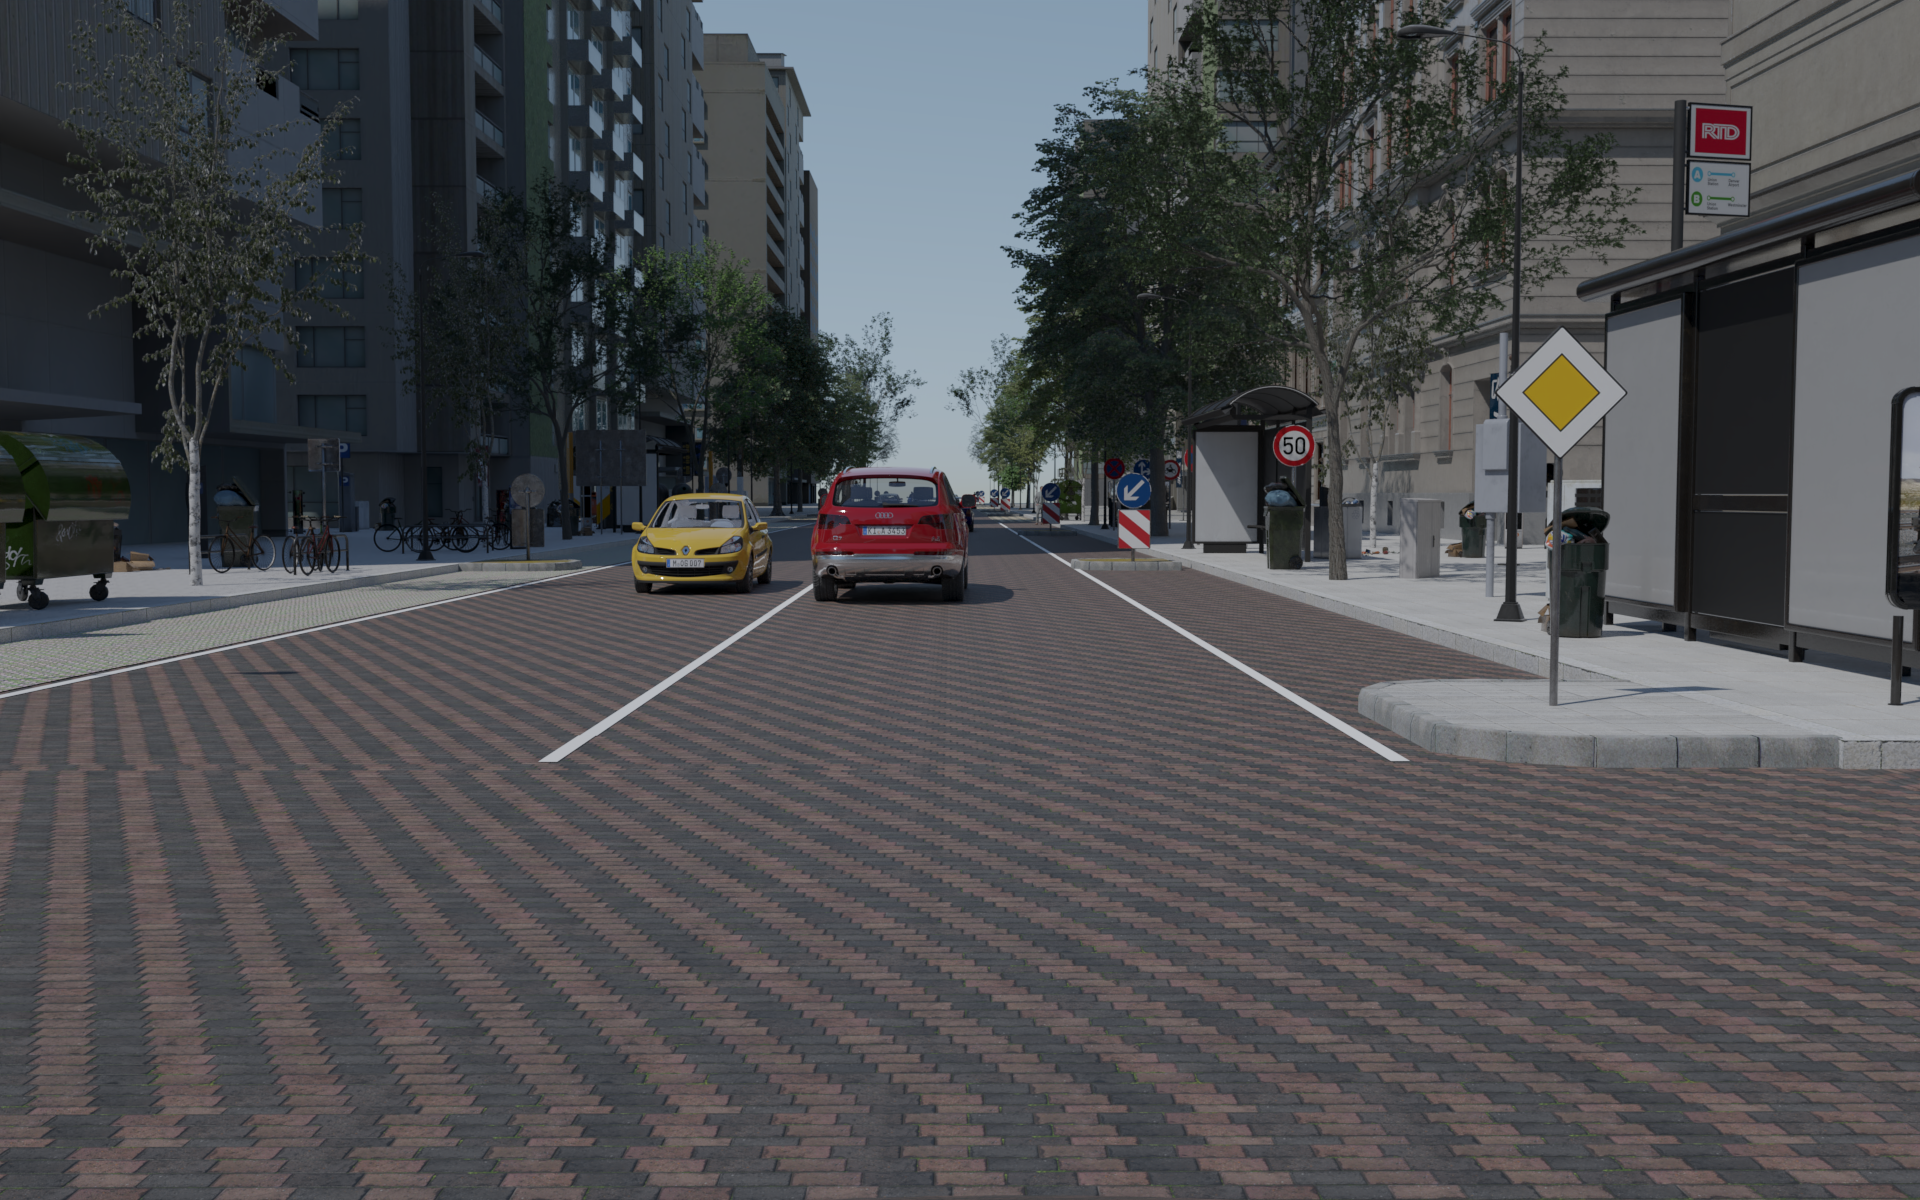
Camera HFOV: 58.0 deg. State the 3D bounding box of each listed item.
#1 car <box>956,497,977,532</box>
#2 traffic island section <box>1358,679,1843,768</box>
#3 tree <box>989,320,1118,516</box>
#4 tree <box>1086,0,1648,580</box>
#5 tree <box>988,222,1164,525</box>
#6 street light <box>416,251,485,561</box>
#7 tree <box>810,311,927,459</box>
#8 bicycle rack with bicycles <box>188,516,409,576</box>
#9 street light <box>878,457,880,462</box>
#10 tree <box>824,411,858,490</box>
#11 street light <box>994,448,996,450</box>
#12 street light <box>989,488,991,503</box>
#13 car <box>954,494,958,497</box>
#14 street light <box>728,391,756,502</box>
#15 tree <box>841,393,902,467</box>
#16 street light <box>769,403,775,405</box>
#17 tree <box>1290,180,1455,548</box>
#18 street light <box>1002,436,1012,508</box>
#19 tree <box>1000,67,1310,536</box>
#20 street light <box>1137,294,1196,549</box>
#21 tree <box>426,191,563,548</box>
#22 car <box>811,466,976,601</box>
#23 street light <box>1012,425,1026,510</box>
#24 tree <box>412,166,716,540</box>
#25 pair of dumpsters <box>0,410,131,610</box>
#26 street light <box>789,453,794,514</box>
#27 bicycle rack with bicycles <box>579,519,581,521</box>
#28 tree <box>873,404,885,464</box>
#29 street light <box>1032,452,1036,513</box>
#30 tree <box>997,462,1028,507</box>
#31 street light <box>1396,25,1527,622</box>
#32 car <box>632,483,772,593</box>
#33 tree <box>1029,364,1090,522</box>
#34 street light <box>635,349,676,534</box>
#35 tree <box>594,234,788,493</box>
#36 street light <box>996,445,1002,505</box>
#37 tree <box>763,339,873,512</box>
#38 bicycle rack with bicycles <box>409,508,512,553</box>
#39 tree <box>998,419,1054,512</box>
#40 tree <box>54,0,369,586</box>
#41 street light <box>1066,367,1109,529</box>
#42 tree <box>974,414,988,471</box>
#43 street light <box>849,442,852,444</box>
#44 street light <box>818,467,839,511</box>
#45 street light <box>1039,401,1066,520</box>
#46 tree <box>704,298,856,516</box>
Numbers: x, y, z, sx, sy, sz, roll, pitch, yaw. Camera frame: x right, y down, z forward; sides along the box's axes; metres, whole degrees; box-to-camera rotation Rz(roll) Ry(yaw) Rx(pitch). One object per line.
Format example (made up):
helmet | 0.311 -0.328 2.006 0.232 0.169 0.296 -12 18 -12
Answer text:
car | -0.323 -3.331 67.041 1.945 1.354 3.894 0 4 1
traffic island section | 3.617 0.720 10.512 2.009 0.180 2.903 0 4 0
tree | 6.235 -10.616 99.333 9.928 11.665 9.643 0 3 0
tree | 5.769 -5.596 25.905 8.767 10.594 7.601 1 4 15
tree | 5.411 -9.373 71.367 7.486 12.596 7.792 0 3 0
street light | -9.774 -3.714 33.266 1.470 5.913 1.316 0 4 0
tree | -9.821 -19.747 178.745 12.611 20.169 13.585 0 3 0
bicycle rack with bicycles | -11.125 -0.923 28.470 2.852 0.926 2.925 1 4 8
street light | -10.632 -14.854 215.400 1.470 5.913 1.316 0 4 0
tree | -10.741 -11.955 145.826 4.360 8.622 3.978 0 3 0
street light | 4.186 -12.461 176.270 1.470 5.913 1.316 0 4 0
street light | 3.942 -13.832 198.701 1.470 5.913 1.316 0 4 0
car | -0.878 -11.319 194.844 2.009 1.686 4.222 0 4 1
street light | -9.896 -6.458 78.132 1.470 5.913 1.316 0 4 0
tree | -11.282 -17.978 204.314 12.009 13.543 11.850 0 3 0
street light | -10.023 -7.046 87.749 1.470 5.913 1.316 0 4 0
tree | 9.876 -5.563 41.316 4.360 8.622 3.978 0 3 0
street light | 4.320 -10.195 139.229 1.470 5.913 1.316 0 4 0
tree | 6.108 -8.910 52.337 9.857 13.997 8.962 0 3 0
street light | 4.800 -4.144 40.288 1.470 5.913 1.316 0 4 0
tree | -11.606 -5.559 41.255 4.360 8.622 3.978 0 3 0
car | -0.915 -0.979 24.680 2.281 1.827 5.304 0 4 1
street light | 4.449 -8.823 116.797 1.470 5.913 1.316 0 4 0
tree | -11.123 -6.997 48.807 8.767 10.594 7.601 -1 4 -14
pair of dumpsters | -10.686 -0.987 18.628 1.574 2.255 4.437 0 4 0
street light | -10.190 -8.418 110.181 1.470 5.913 1.316 0 4 0
bicycle rack with bicycles | -18.902 -4.079 80.073 2.925 0.926 2.852 0 4 -5
tree | -10.523 -14.922 162.093 7.486 12.596 7.792 0 3 0
street light | 4.623 -7.440 94.189 1.470 5.913 1.316 0 4 0
tree | 5.436 -11.575 172.963 4.285 4.588 4.351 0 3 0
street light | 5.023 -2.740 17.335 1.470 5.913 1.316 0 4 0
car | -3.870 -0.985 26.334 2.015 1.641 3.980 0 3 0
tree | 5.536 -7.916 79.793 4.360 8.622 3.978 0 3 0
street light | -9.751 -5.086 55.700 1.470 5.913 1.316 0 4 0
tree | -10.770 -8.869 70.771 9.928 11.665 9.643 0 3 0
street light | 4.328 -11.594 162.108 1.470 5.913 1.316 0 4 0
tree | -11.083 -12.604 124.198 7.486 12.596 7.792 0 3 0
bicycle rack with bicycles | -11.458 -1.524 38.303 2.925 0.926 2.852 -1 4 -10
tree | 5.675 -11.986 146.331 4.737 8.622 4.395 0 3 0
tree | -10.586 -4.518 24.234 4.360 8.622 3.978 0 3 0
street light | 4.724 -5.516 62.720 1.470 5.913 1.316 0 4 0
tree | 5.274 -16.349 185.437 7.486 12.596 7.792 0 3 0
street light | -10.373 -11.213 155.874 1.470 5.913 1.316 0 4 0
street light | -10.242 -9.841 133.442 1.470 5.913 1.316 0 4 0
street light | 4.714 -6.912 85.552 1.470 5.913 1.316 0 4 0
tree | -10.827 -11.264 101.180 9.611 12.733 9.660 0 3 0
